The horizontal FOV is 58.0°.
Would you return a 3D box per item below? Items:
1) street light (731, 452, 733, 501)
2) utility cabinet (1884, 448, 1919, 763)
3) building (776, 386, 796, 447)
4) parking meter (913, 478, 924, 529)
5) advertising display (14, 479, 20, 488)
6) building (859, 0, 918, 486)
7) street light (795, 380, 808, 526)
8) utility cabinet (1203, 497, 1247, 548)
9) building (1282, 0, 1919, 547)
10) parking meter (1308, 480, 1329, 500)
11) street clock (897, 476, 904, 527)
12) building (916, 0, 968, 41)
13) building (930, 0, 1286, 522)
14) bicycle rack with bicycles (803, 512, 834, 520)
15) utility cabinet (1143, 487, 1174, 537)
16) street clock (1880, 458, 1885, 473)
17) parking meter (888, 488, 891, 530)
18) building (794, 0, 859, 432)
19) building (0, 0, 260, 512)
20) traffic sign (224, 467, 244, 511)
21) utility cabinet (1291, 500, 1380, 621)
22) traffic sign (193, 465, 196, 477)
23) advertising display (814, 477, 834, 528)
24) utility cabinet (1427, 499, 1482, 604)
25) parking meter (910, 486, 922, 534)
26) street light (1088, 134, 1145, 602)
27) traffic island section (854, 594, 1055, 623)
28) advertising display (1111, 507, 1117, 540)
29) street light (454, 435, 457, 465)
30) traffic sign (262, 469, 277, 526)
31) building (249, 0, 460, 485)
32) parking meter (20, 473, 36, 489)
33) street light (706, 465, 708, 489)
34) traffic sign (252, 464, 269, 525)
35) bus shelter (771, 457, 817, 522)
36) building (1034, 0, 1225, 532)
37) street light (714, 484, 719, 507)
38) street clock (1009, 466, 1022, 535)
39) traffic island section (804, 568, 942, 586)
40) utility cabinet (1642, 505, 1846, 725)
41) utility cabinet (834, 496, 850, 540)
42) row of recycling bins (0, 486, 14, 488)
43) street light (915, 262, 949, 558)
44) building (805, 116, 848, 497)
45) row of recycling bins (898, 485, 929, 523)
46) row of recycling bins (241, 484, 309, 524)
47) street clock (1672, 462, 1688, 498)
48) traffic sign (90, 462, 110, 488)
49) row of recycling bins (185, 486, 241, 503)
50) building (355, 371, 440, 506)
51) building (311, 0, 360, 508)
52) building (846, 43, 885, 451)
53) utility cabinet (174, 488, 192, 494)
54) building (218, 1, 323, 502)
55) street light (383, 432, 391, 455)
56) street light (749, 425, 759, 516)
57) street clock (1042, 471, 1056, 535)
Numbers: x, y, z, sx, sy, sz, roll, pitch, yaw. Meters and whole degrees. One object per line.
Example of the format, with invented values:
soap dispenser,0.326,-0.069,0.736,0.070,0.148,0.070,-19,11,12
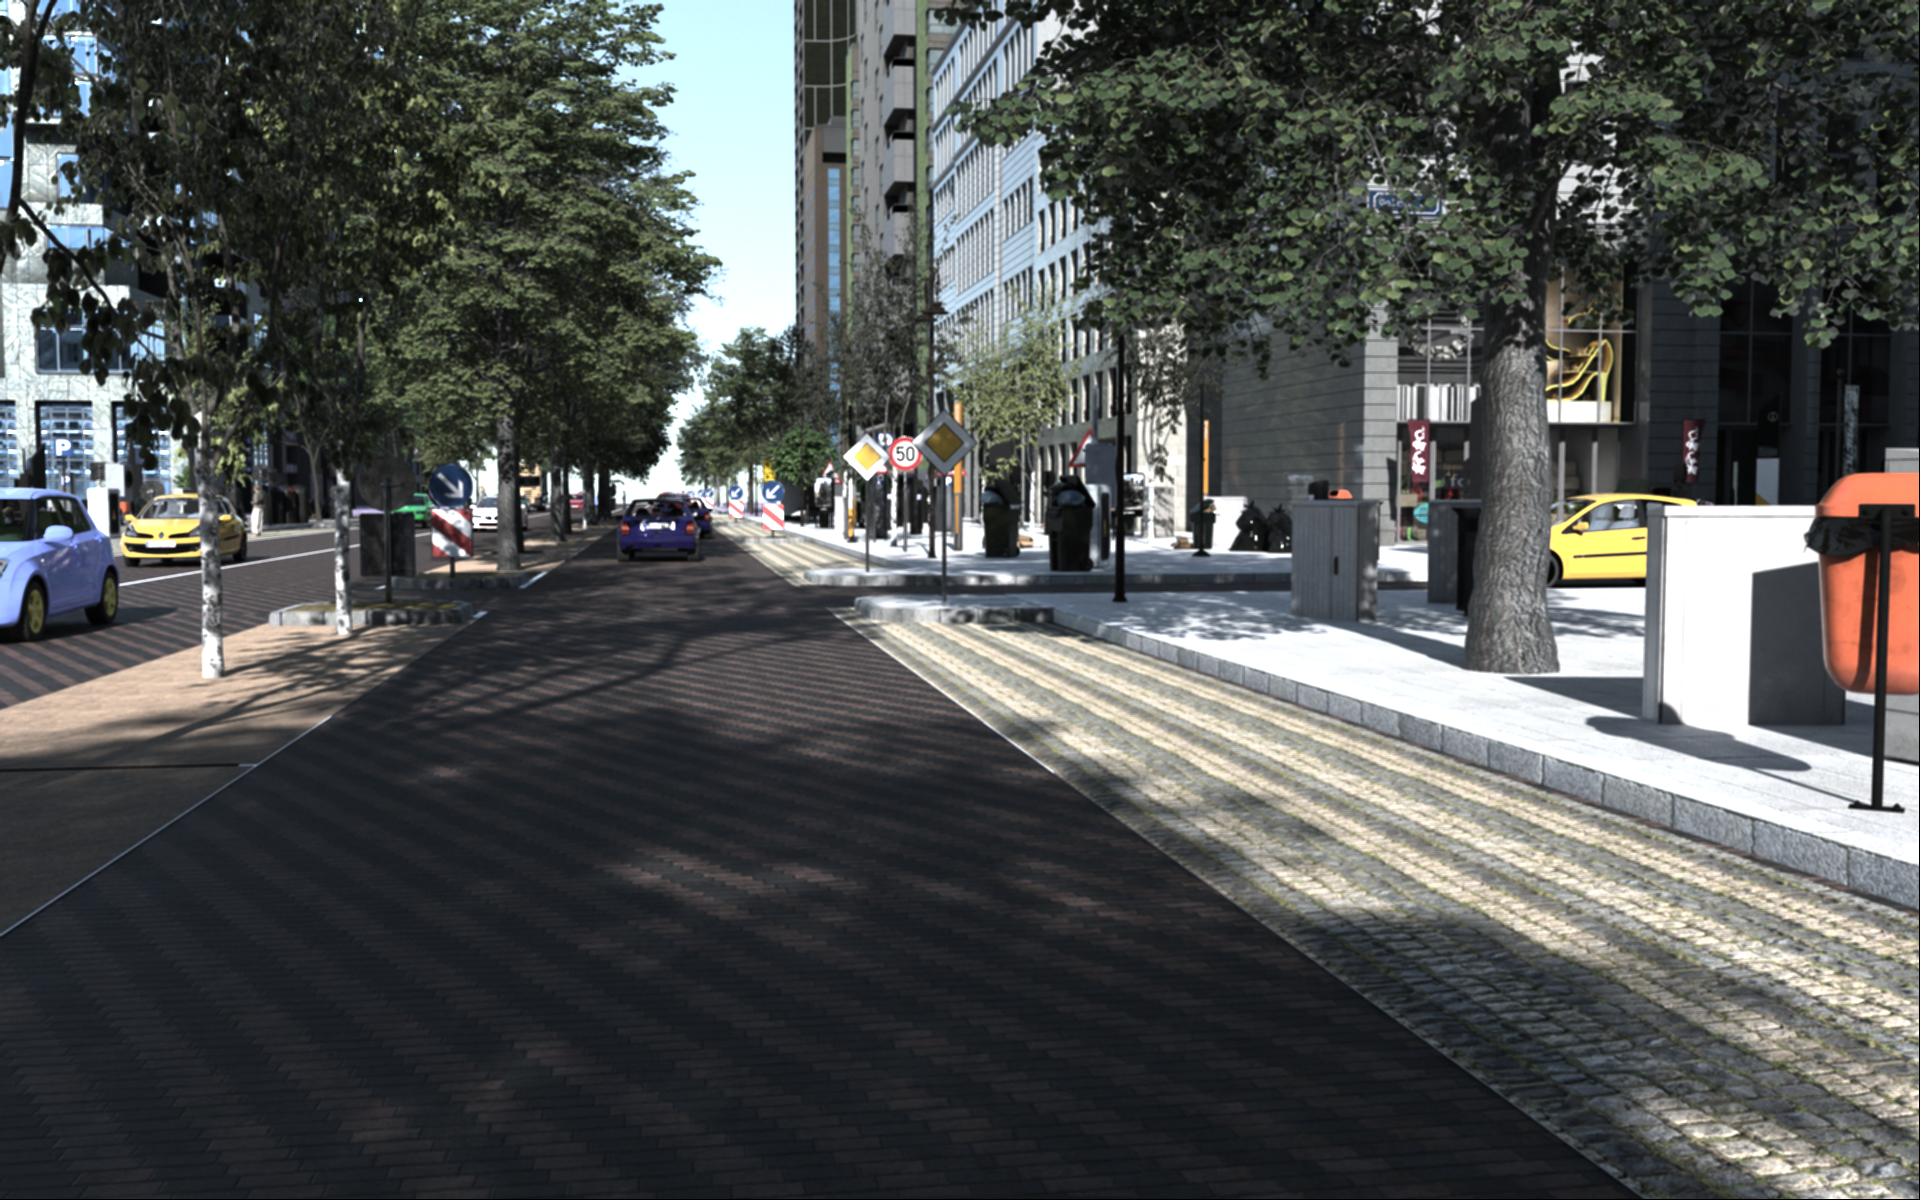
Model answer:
street light,-18.870,-10.408,142.960,0.468,5.910,1.993,-1,4,-10
utility cabinet,5.042,0.019,8.360,1.173,1.500,0.318,-1,4,-16
building,-12.160,-24.760,249.868,27.650,21.520,28.899,-1,4,-10
parking meter,-1.525,-3.526,63.362,0.399,1.863,0.255,-1,4,-10
advertising display,-40.257,-4.219,74.196,0.123,1.923,0.974,-1,4,-10
building,6.514,-33.829,142.343,28.713,52.752,27.495,-1,4,-10
street light,-6.266,-5.858,68.563,0.468,5.910,1.993,-1,4,-10
utility cabinet,6.387,-1.869,41.727,1.020,1.237,0.306,2,4,24
building,23.413,-16.606,49.009,29.804,29.767,11.434,-1,4,-10
parking meter,6.661,-1.456,32.220,0.372,1.533,0.369,0,3,0
street clock,-2.353,-3.878,67.971,0.358,2.002,0.471,2,4,27
building,3.710,-26.752,120.995,14.154,41.232,14.086,-1,4,-10
building,6.180,-19.149,90.583,11.434,29.767,29.804,-1,4,-10
bicycle rack with bicycles,-7.495,-4.538,87.573,2.925,0.926,2.852,-2,4,-32
utility cabinet,5.868,-2.595,51.109,0.318,1.500,1.173,3,5,42
street clock,17.932,-1.760,33.349,0.358,2.002,0.471,0,4,0
parking meter,-2.514,-3.237,61.334,0.372,1.533,0.369,0,3,0
building,-12.501,-48.011,223.235,20.563,71.187,20.611,-1,4,-10
building,-57.300,-48.708,109.049,22.319,86.520,31.000,-1,4,-10
traffic sign,-28.617,-4.174,68.346,0.768,2.556,0.104,0,4,-7
utility cabinet,3.856,-0.412,17.896,0.306,1.237,1.020,-2,4,-30
traffic sign,-28.404,-3.974,65.073,0.768,2.556,0.104,-1,4,-9
advertising display,-5.120,-3.673,65.264,0.974,1.923,0.123,3,5,40
utility cabinet,6.024,-0.561,20.330,1.020,1.237,0.306,1,4,15
parking meter,-1.401,-2.860,55.179,0.372,1.533,0.369,0,3,0
street light,1.906,-2.917,20.482,0.468,5.910,1.993,-1,4,-10
traffic island section,-0.168,0.102,20.614,2.009,0.180,2.903,-1,4,-10
advertising display,3.980,-2.595,47.636,0.123,1.923,0.974,3,5,40
street light,-39.179,-9.899,134.637,0.468,5.910,1.993,-1,4,-10
traffic sign,-27.864,-4.146,69.913,0.606,2.300,0.079,0,4,-1
building,-78.548,-56.153,230.780,22.319,86.520,31.000,-1,4,-10
parking meter,-26.368,-2.650,49.042,0.255,1.863,0.399,0,4,5
street light,-32.940,-15.483,225.941,0.468,5.910,1.993,-1,4,-10
traffic sign,-29.201,-4.421,72.395,0.768,2.556,0.104,0,4,-2
bus shelter,-7.558,-5.249,79.739,2.014,3.302,5.546,-1,4,-9
building,9.724,-12.998,67.276,10.420,20.320,16.860,-1,4,-10
street light,-27.098,-13.381,191.563,0.468,5.910,1.993,-1,4,-10
street clock,1.404,-2.428,44.274,0.358,2.002,0.471,-1,4,-10
traffic island section,-1.503,-0.380,28.487,2.009,0.180,2.903,-1,4,-10
utility cabinet,4.408,0.087,9.734,1.020,1.237,0.306,0,4,3
utility cabinet,-3.313,-2.306,48.857,0.306,1.237,1.020,0,4,5
row of recycling bins,-50.582,-5.208,92.265,1.069,1.692,3.534,0,4,2
street light,-0.561,-3.784,34.662,0.468,5.910,1.993,-1,4,-10
building,-10.931,-34.033,206.556,14.600,45.320,14.200,-1,4,-10
row of recycling bins,-2.460,-4.340,78.076,1.069,1.692,3.534,-2,4,-26
row of recycling bins,-29.417,-4.144,74.861,1.069,1.692,3.534,1,4,11
street clock,16.504,-2.150,39.721,0.358,2.002,0.471,2,4,32
traffic sign,-27.588,-3.271,55.611,0.606,2.300,0.079,0,4,-7
row of recycling bins,-38.182,-4.974,88.446,3.534,1.692,1.069,1,4,19
building,-76.277,-21.871,202.632,27.650,21.520,28.899,-1,4,-10
building,-59.823,-30.398,147.122,14.600,45.320,14.200,-1,4,-10
building,-3.761,-29.263,162.046,14.154,41.232,14.086,-1,4,-10
utility cabinet,-28.613,-3.377,63.888,0.318,1.500,1.173,0,4,-8
building,-58.089,-27.500,133.223,14.154,41.232,14.086,-1,4,-10
street light,-33.414,-7.833,100.861,0.468,5.910,1.993,-1,4,-10
street light,-13.163,-8.344,109.217,0.468,5.910,1.993,-1,4,-10
street clock,2.764,-3.027,54.055,0.358,2.002,0.471,-2,4,-31
